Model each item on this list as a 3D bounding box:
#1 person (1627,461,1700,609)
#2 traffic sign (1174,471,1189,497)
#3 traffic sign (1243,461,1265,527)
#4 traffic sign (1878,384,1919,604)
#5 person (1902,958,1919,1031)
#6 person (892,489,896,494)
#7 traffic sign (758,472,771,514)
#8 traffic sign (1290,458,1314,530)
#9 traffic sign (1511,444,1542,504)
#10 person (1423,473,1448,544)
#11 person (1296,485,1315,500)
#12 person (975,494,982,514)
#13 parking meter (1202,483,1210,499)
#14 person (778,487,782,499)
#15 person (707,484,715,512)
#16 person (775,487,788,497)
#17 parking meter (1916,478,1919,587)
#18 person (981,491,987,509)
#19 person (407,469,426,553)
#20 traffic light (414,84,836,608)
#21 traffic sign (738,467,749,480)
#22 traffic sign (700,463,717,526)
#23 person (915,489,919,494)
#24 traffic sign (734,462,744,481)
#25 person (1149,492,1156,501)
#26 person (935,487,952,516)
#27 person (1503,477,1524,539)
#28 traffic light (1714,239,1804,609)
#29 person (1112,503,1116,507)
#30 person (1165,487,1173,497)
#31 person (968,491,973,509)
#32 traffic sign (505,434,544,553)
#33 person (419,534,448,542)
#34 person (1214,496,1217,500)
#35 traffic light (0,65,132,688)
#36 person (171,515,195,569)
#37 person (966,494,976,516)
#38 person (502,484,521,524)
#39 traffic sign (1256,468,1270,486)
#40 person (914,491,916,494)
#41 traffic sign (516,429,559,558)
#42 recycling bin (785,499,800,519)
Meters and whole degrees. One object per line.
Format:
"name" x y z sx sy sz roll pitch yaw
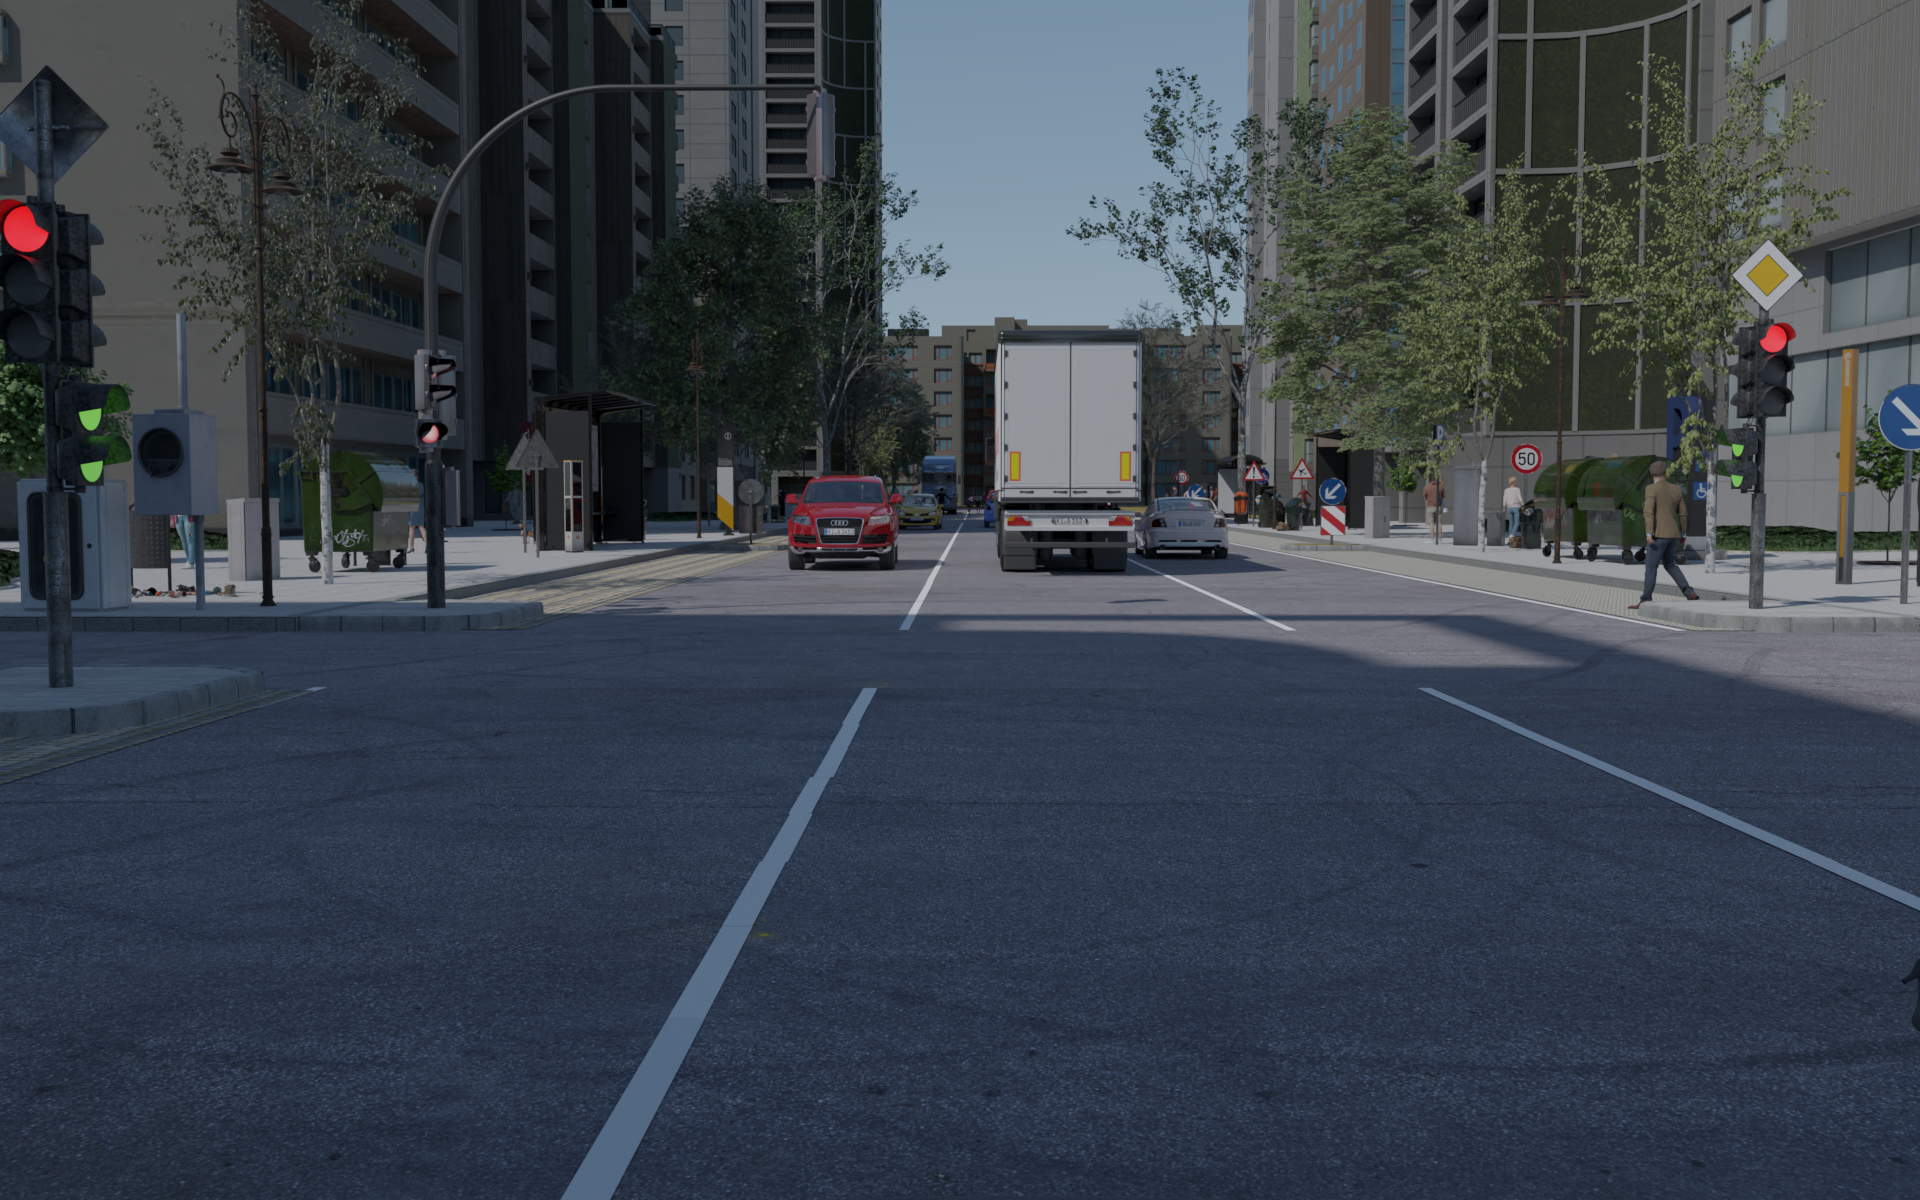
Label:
"person" 8.684 -0.788 21.302 0.836 1.842 0.656 2 4 35
"traffic sign" 12.107 -5.788 94.739 0.768 2.556 0.104 0 4 7
"traffic sign" 11.587 -4.179 68.334 0.884 2.594 0.081 0 4 7
"traffic sign" 11.009 -1.224 20.126 0.768 2.556 0.104 0 4 2
"person" 2.755 0.239 4.472 0.818 1.842 0.514 -1 4 -11
"person" -3.558 -5.175 93.866 0.466 1.731 0.760 -2 4 -29
"traffic sign" -9.092 -4.803 80.660 0.606 2.300 0.079 0 4 2
"traffic sign" 12.233 -3.793 62.014 0.884 2.594 0.081 0 4 4
"traffic sign" 14.321 -2.675 43.849 0.768 2.556 0.104 1 4 9
"person" 12.258 -2.360 44.607 0.573 1.828 0.580 3 5 41
"person" 21.252 -6.174 106.923 1.348 1.831 0.705 -1 4 -18
"person" 1.335 -6.903 124.558 0.628 1.438 0.799 -3 5 -40
"parking meter" 12.984 -5.240 91.380 0.399 1.863 0.255 3 5 42
"person" -14.241 -8.130 138.834 0.709 1.838 0.599 1 4 9
"person" -13.245 -5.238 91.869 0.526 1.800 0.537 2 4 28
"person" -13.938 -7.956 136.138 1.348 1.822 0.705 -1 4 -20
"parking meter" 13.436 -1.111 23.871 0.255 1.863 0.399 -1 4 -21
"person" 2.269 -9.451 163.935 0.541 1.710 0.530 2 4 33
"person" -11.743 -1.916 37.397 0.654 1.822 0.581 3 5 43
"traffic light" -3.788 -2.736 19.408 4.771 5.953 1.251 0 4 1
"traffic sign" -10.214 -4.921 80.564 0.768 2.556 0.104 0 4 5
"traffic sign" -10.095 -4.250 69.597 0.768 2.556 0.104 0 4 6
"person" -2.552 -5.785 104.017 0.756 1.711 0.436 -1 4 -14
"traffic sign" -9.074 -4.255 69.569 0.884 2.594 0.081 0 4 8
"person" 16.024 -8.412 144.124 0.434 1.755 0.990 3 5 43
"person" -1.214 -6.518 114.708 1.348 1.869 0.705 0 4 -3
"person" 14.675 -2.392 45.818 0.731 1.740 0.598 3 4 36
"traffic light" 8.880 -1.855 19.253 0.839 4.253 0.868 0 4 1
"person" 9.523 -6.076 107.832 0.705 1.826 1.348 -3 5 -40
"person" 9.091 -4.107 76.236 0.643 1.750 0.593 1 4 18
"person" 1.036 -9.845 170.174 0.721 1.735 1.217 -1 4 -15
"traffic sign" -9.499 -2.310 37.773 0.884 2.594 0.081 1 4 9
"person" -13.896 -2.436 45.783 0.836 1.842 0.656 -3 5 -43
"person" 16.002 -6.133 106.299 0.705 1.826 1.348 3 4 39
"traffic light" -5.966 -1.375 11.410 0.839 4.253 0.868 0 4 1
"person" -13.229 -1.395 29.685 0.563 1.720 0.643 1 4 14
"person" 0.741 -6.318 115.036 0.697 1.427 0.421 0 4 6
"person" -18.924 -4.108 73.332 0.853 1.813 0.709 1 4 20
"traffic sign" 14.866 -5.218 85.422 0.768 2.556 0.104 0 4 3
"person" -4.113 -9.346 162.011 0.721 1.736 1.217 -2 4 -26
"traffic sign" -8.501 -2.129 34.819 0.884 2.594 0.081 0 4 4
"recycling bin" -8.416 -4.620 88.095 0.722 1.027 0.722 -3 5 -43
